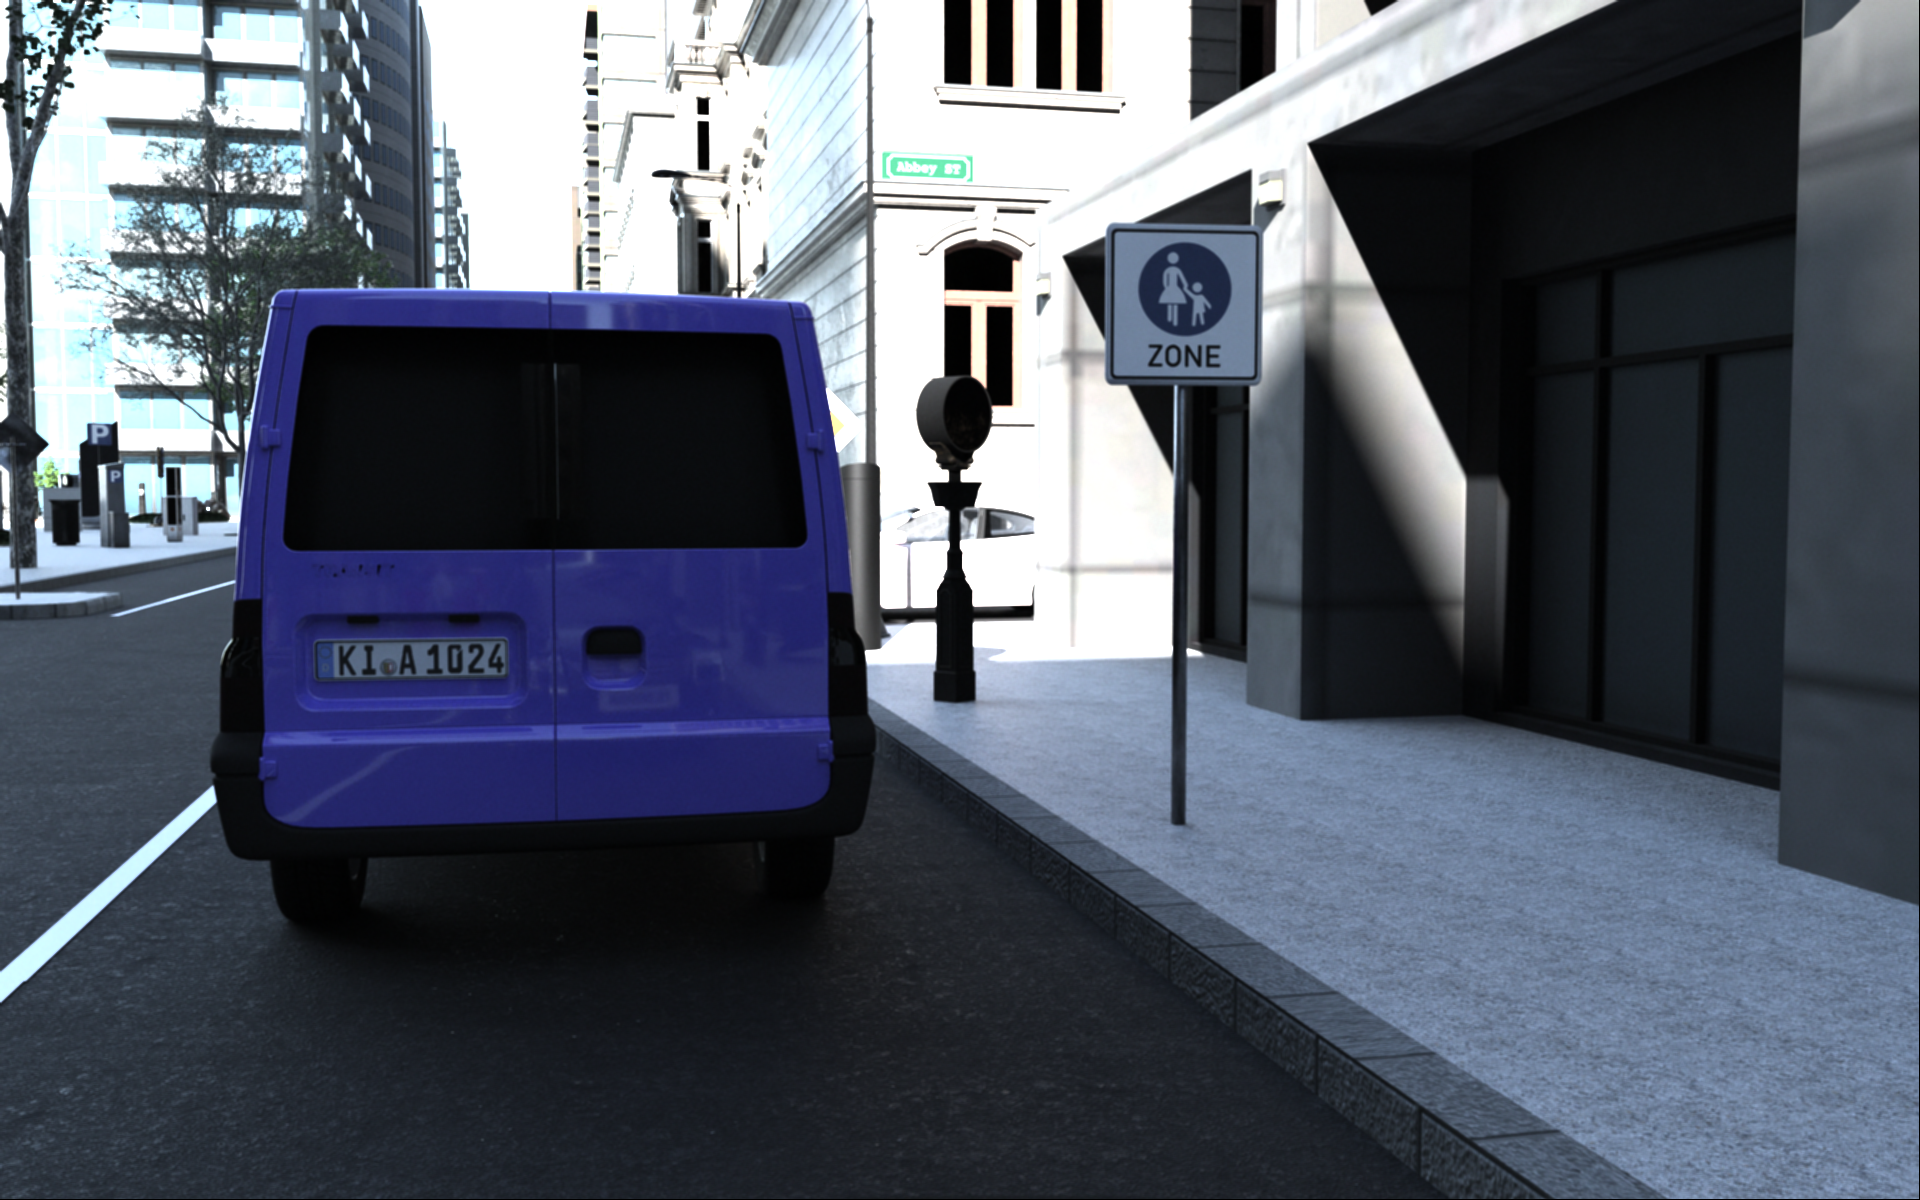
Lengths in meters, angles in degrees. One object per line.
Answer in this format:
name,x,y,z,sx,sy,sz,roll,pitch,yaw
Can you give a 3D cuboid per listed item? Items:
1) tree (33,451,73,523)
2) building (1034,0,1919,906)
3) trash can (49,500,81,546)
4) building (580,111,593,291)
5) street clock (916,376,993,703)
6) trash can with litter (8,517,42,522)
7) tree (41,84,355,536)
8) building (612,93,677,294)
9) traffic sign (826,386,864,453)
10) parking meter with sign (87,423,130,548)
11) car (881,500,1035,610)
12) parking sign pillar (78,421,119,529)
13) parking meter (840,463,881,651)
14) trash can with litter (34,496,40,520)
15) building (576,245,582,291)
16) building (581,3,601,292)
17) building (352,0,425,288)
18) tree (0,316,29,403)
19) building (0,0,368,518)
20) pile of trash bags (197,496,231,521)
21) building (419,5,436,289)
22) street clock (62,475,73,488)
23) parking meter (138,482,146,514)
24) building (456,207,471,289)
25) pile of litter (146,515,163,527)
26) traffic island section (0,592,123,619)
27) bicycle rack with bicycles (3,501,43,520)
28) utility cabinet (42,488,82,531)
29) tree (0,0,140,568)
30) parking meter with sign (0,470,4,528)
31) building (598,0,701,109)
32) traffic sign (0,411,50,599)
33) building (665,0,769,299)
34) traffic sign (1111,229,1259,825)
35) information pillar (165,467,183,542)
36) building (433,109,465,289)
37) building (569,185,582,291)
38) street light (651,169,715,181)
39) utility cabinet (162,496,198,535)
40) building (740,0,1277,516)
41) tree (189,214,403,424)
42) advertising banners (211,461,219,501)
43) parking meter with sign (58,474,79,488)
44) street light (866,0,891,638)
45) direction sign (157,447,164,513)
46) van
tree,-40.712,-5.063,77.378,1.663,3.219,1.824,0,3,0
building,12.969,-34.684,5.342,20.563,71.187,20.611,-1,4,-13
trash can,-22.378,-1.938,43.337,0.748,1.137,0.748,0,3,0
building,-34.205,-30.957,189.742,14.154,41.232,14.086,-1,4,-13
street clock,-0.033,-0.375,10.700,0.358,2.002,0.471,3,5,41
trash can with litter,-43.190,-4.205,79.801,2.233,1.210,1.678,1,4,14
tree,-22.205,-8.725,53.019,12.009,13.543,11.850,0,3,0
building,-12.296,-14.617,88.134,9.793,20.994,18.267,-1,4,-13
traffic sign,-1.241,-0.715,15.339,0.795,2.450,0.064,-1,4,-13
parking meter with sign,-20.548,-2.792,41.908,0.543,3.016,1.738,-3,5,-41
car,-0.316,-0.491,20.393,4.827,1.381,2.083,-1,4,-13
parking sign pillar,-31.494,-4.580,63.347,1.447,3.967,1.447,-3,4,-38
parking meter,-0.836,-0.358,14.268,0.372,1.533,0.369,0,3,0
trash can with litter,-45.158,-4.437,83.933,1.055,1.170,0.624,1,4,20
building,-37.811,-26.421,203.677,14.160,30.474,14.107,-1,4,-13
building,-22.820,-30.761,157.574,22.147,44.769,28.867,-1,4,-13
building,-53.364,-36.180,133.543,21.231,58.520,28.212,-1,4,-13
tree,-34.808,-6.723,60.285,4.737,8.622,4.395,0,3,0
building,-48.218,-29.685,104.955,23.786,49.044,30.456,-1,4,-13
pile of trash bags,-35.615,-4.495,83.250,3.447,1.369,1.912,-2,4,-32
building,-54.723,-30.922,155.680,14.600,45.320,14.200,-1,4,-13
street clock,-33.882,-3.746,65.815,0.471,2.002,0.358,3,5,41
parking meter,-40.620,-4.912,86.014,0.255,1.863,0.399,-1,4,-12
building,-74.670,-33.923,238.239,14.154,41.232,14.086,-1,4,-13
pile of litter,-31.124,-3.323,68.289,1.719,0.858,1.176,-1,4,-14
traffic island section,-11.536,0.068,21.172,2.009,0.180,2.903,-1,4,-13
bicycle rack with bicycles,-46.915,-4.486,86.731,2.852,0.926,2.925,1,4,10
utility cabinet,-30.579,-3.077,58.996,1.173,1.500,0.318,-2,4,-30
tree,-17.800,-10.620,29.520,12.611,20.169,13.585,0,3,0
parking meter with sign,-31.108,-3.631,55.623,0.543,3.016,1.738,-1,4,-13
building,-15.375,-25.969,108.183,14.154,41.232,14.086,-1,4,-13
traffic sign,-11.515,-1.069,21.116,0.795,2.450,0.064,-1,4,-13
building,-3.211,-14.900,62.706,14.460,24.649,34.723,-1,4,-13
traffic sign,0.848,-0.277,6.664,0.606,2.300,0.079,0,4,-7
information pillar,-21.108,-2.570,46.505,0.304,2.012,0.304,0,4,-2
building,-73.280,-36.424,215.137,23.786,49.044,30.456,-1,4,-13
building,-47.925,-36.414,245.486,14.600,45.320,14.200,-1,4,-13
street light,-3.727,-3.211,25.039,1.470,5.913,1.316,-1,4,-13
utility cabinet,-24.376,-2.628,54.133,1.020,1.237,0.306,0,4,6
building,8.103,-15.018,32.938,23.554,28.519,14.401,-1,4,-13
tree,-24.180,-8.424,63.483,9.928,11.665,9.643,0,3,0
advertising banners,-38.726,-5.744,90.104,0.090,3.025,2.074,-1,4,-13
parking meter with sign,-34.371,-4.315,66.808,1.738,3.016,0.543,-3,4,-36
street light,-1.323,-2.613,15.271,1.470,5.913,1.316,-1,4,-13
direction sign,-38.267,-5.563,82.953,0.379,3.537,0.876,0,4,-7
van,-1.728,-0.197,7.606,2.240,2.365,5.245,-1,4,-12
